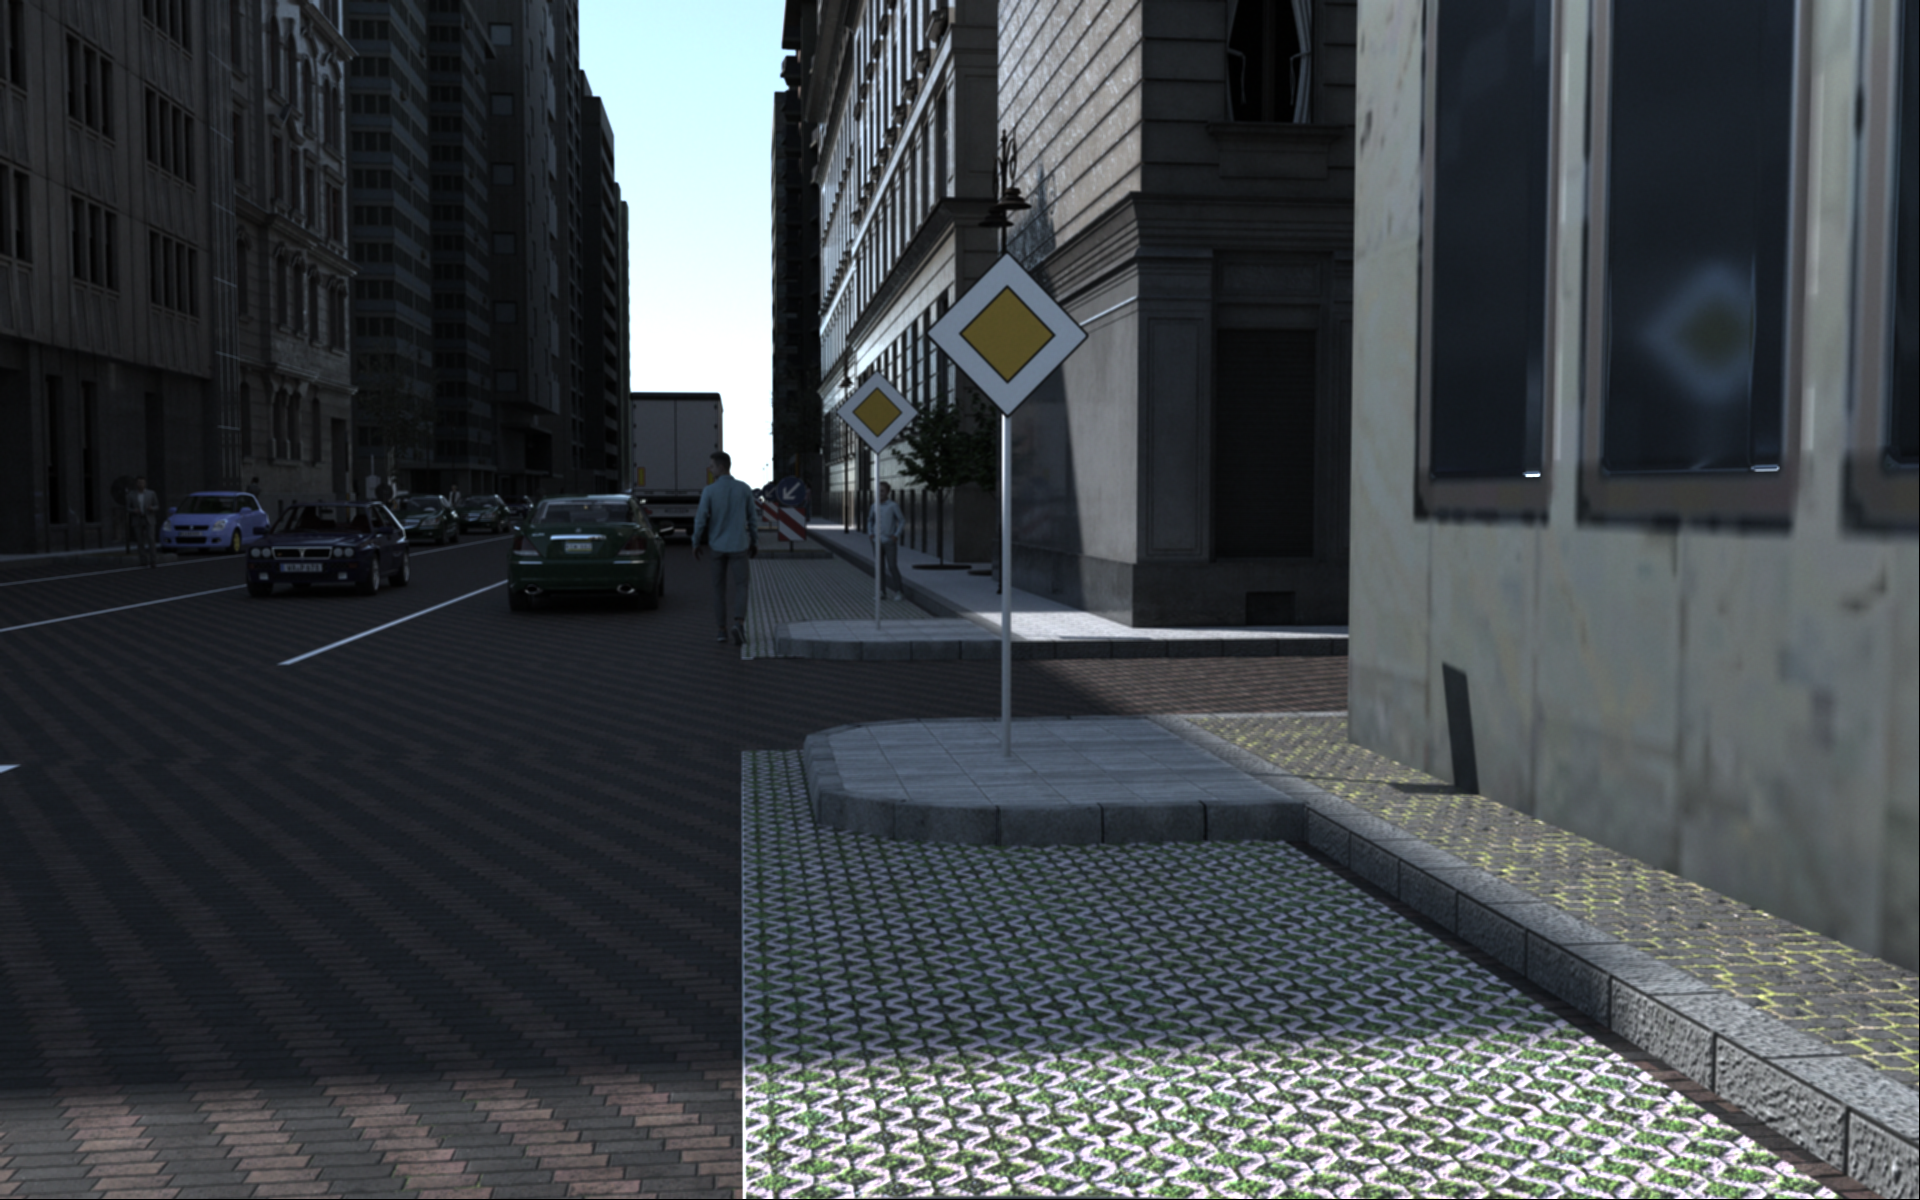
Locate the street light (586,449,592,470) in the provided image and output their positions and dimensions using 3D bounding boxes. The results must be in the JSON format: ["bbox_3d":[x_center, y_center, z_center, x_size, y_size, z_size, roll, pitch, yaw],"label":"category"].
[{"bbox_3d":[-36.983,-12.239,172.903,0.468,5.910,1.993,0,4,-7],"label":"street light"}]

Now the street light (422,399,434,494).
[{"bbox_3d":[-25.555,-6.752,83.175,0.468,5.910,1.993,0,4,-7],"label":"street light"}]

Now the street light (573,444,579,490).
[{"bbox_3d":[-35.196,-11.374,158.744,0.468,5.910,1.993,0,4,-7],"label":"street light"}]

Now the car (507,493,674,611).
[{"bbox_3d":[-4.851,-0.673,22.809,2.131,1.459,4.920,-1,4,-8],"label":"car"}]

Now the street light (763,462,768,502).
[{"bbox_3d":[-23.877,-14.792,214.635,0.468,5.910,1.993,0,4,-7],"label":"street light"}]

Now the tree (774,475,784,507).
[{"bbox_3d":[-18.263,-11.004,174.520,1.663,3.219,1.824,0,3,0],"label":"tree"}]

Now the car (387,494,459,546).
[{"bbox_3d":[-15.441,-2.302,49.432,2.131,1.459,4.920,-1,4,-9],"label":"car"}]

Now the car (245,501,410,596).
[{"bbox_3d":[-9.283,-0.795,25.582,1.945,1.354,3.894,-1,4,-8],"label":"car"}]

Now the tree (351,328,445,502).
[{"bbox_3d":[-25.428,-7.805,77.977,4.360,8.622,3.978,0,3,0],"label":"tree"}]

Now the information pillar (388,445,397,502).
[{"bbox_3d":[-26.957,-5.564,82.322,0.504,3.616,0.183,2,4,28],"label":"information pillar"}]

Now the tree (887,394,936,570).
[{"bbox_3d":[-0.443,-2.147,29.703,1.663,3.219,1.824,0,3,0],"label":"tree"}]

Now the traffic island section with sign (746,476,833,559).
[{"bbox_3d":[-3.897,-1.843,38.769,1.989,1.847,2.006,0,4,-7],"label":"traffic island section with sign"}]

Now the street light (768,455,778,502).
[{"bbox_3d":[-19.325,-12.626,179.226,0.468,5.910,1.993,0,4,-7],"label":"street light"}]

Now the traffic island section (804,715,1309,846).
[{"bbox_3d":[0.270,0.845,8.463,2.009,0.180,2.903,0,4,-7],"label":"traffic island section"}]

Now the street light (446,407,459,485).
[{"bbox_3d":[-26.491,-7.200,90.507,0.468,5.910,1.993,0,4,-7],"label":"street light"}]

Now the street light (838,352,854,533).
[{"bbox_3d":[-3.709,-5.118,56.465,0.468,5.910,1.993,0,4,-7],"label":"street light"}]

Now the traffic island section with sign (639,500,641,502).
[{"bbox_3d":[-41.186,-13.082,222.517,1.989,1.847,2.006,0,4,-7],"label":"traffic island section with sign"}]

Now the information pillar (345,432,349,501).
[{"bbox_3d":[-22.979,-4.501,64.946,0.183,3.616,0.504,-1,4,-21],"label":"information pillar"}]

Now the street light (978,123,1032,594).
[{"bbox_3d":[0.560,-3.017,22.115,0.468,5.910,1.993,0,4,-7],"label":"street light"}]

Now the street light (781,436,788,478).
[{"bbox_3d":[-13.425,-9.761,132.376,0.468,5.910,1.993,0,4,-7],"label":"street light"}]

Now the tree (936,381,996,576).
[{"bbox_3d":[0.681,-2.007,27.423,1.663,3.219,1.824,0,3,0],"label":"tree"}]

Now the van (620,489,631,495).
[{"bbox_3d":[-30.148,-9.187,157.219,2.013,2.044,4.112,-1,4,-9],"label":"van"}]

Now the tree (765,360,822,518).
[{"bbox_3d":[-8.424,-8.801,94.251,4.360,8.622,3.978,0,3,0],"label":"tree"}]

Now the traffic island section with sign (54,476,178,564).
[{"bbox_3d":[-17.633,-1.697,36.367,1.989,1.847,2.006,0,4,-7],"label":"traffic island section with sign"}]

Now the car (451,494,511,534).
[{"bbox_3d":[-17.548,-3.145,63.226,2.131,1.459,4.920,0,4,-7],"label":"car"}]

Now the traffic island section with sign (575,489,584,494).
[{"bbox_3d":[-30.776,-8.051,140.269,1.989,1.847,2.006,0,4,-7],"label":"traffic island section with sign"}]

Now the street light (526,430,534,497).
[{"bbox_3d":[-30.860,-9.287,124.624,0.468,5.910,1.993,0,4,-7],"label":"street light"}]

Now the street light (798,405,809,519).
[{"bbox_3d":[-8.115,-7.204,90.576,0.468,5.910,1.993,0,4,-7],"label":"street light"}]

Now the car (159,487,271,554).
[{"bbox_3d":[-18.099,-1.990,42.124,1.945,1.707,3.694,0,4,-6],"label":"car"}]

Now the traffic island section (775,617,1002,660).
[{"bbox_3d":[-0.733,0.361,16.385,2.009,0.180,2.903,0,4,-7],"label":"traffic island section"}]

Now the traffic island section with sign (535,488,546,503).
[{"bbox_3d":[-27.315,-6.378,112.900,1.989,1.847,2.006,0,4,-7],"label":"traffic island section with sign"}]

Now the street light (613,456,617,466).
[{"bbox_3d":[-41.330,-14.352,207.444,0.468,5.910,1.993,0,4,-7],"label":"street light"}]

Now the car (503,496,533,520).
[{"bbox_3d":[-25.228,-5.240,98.246,1.945,1.354,3.894,0,4,-7],"label":"car"}]

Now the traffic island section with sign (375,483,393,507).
[{"bbox_3d":[-21.018,-3.332,63.110,1.989,1.847,2.006,0,4,-7],"label":"traffic island section with sign"}]
